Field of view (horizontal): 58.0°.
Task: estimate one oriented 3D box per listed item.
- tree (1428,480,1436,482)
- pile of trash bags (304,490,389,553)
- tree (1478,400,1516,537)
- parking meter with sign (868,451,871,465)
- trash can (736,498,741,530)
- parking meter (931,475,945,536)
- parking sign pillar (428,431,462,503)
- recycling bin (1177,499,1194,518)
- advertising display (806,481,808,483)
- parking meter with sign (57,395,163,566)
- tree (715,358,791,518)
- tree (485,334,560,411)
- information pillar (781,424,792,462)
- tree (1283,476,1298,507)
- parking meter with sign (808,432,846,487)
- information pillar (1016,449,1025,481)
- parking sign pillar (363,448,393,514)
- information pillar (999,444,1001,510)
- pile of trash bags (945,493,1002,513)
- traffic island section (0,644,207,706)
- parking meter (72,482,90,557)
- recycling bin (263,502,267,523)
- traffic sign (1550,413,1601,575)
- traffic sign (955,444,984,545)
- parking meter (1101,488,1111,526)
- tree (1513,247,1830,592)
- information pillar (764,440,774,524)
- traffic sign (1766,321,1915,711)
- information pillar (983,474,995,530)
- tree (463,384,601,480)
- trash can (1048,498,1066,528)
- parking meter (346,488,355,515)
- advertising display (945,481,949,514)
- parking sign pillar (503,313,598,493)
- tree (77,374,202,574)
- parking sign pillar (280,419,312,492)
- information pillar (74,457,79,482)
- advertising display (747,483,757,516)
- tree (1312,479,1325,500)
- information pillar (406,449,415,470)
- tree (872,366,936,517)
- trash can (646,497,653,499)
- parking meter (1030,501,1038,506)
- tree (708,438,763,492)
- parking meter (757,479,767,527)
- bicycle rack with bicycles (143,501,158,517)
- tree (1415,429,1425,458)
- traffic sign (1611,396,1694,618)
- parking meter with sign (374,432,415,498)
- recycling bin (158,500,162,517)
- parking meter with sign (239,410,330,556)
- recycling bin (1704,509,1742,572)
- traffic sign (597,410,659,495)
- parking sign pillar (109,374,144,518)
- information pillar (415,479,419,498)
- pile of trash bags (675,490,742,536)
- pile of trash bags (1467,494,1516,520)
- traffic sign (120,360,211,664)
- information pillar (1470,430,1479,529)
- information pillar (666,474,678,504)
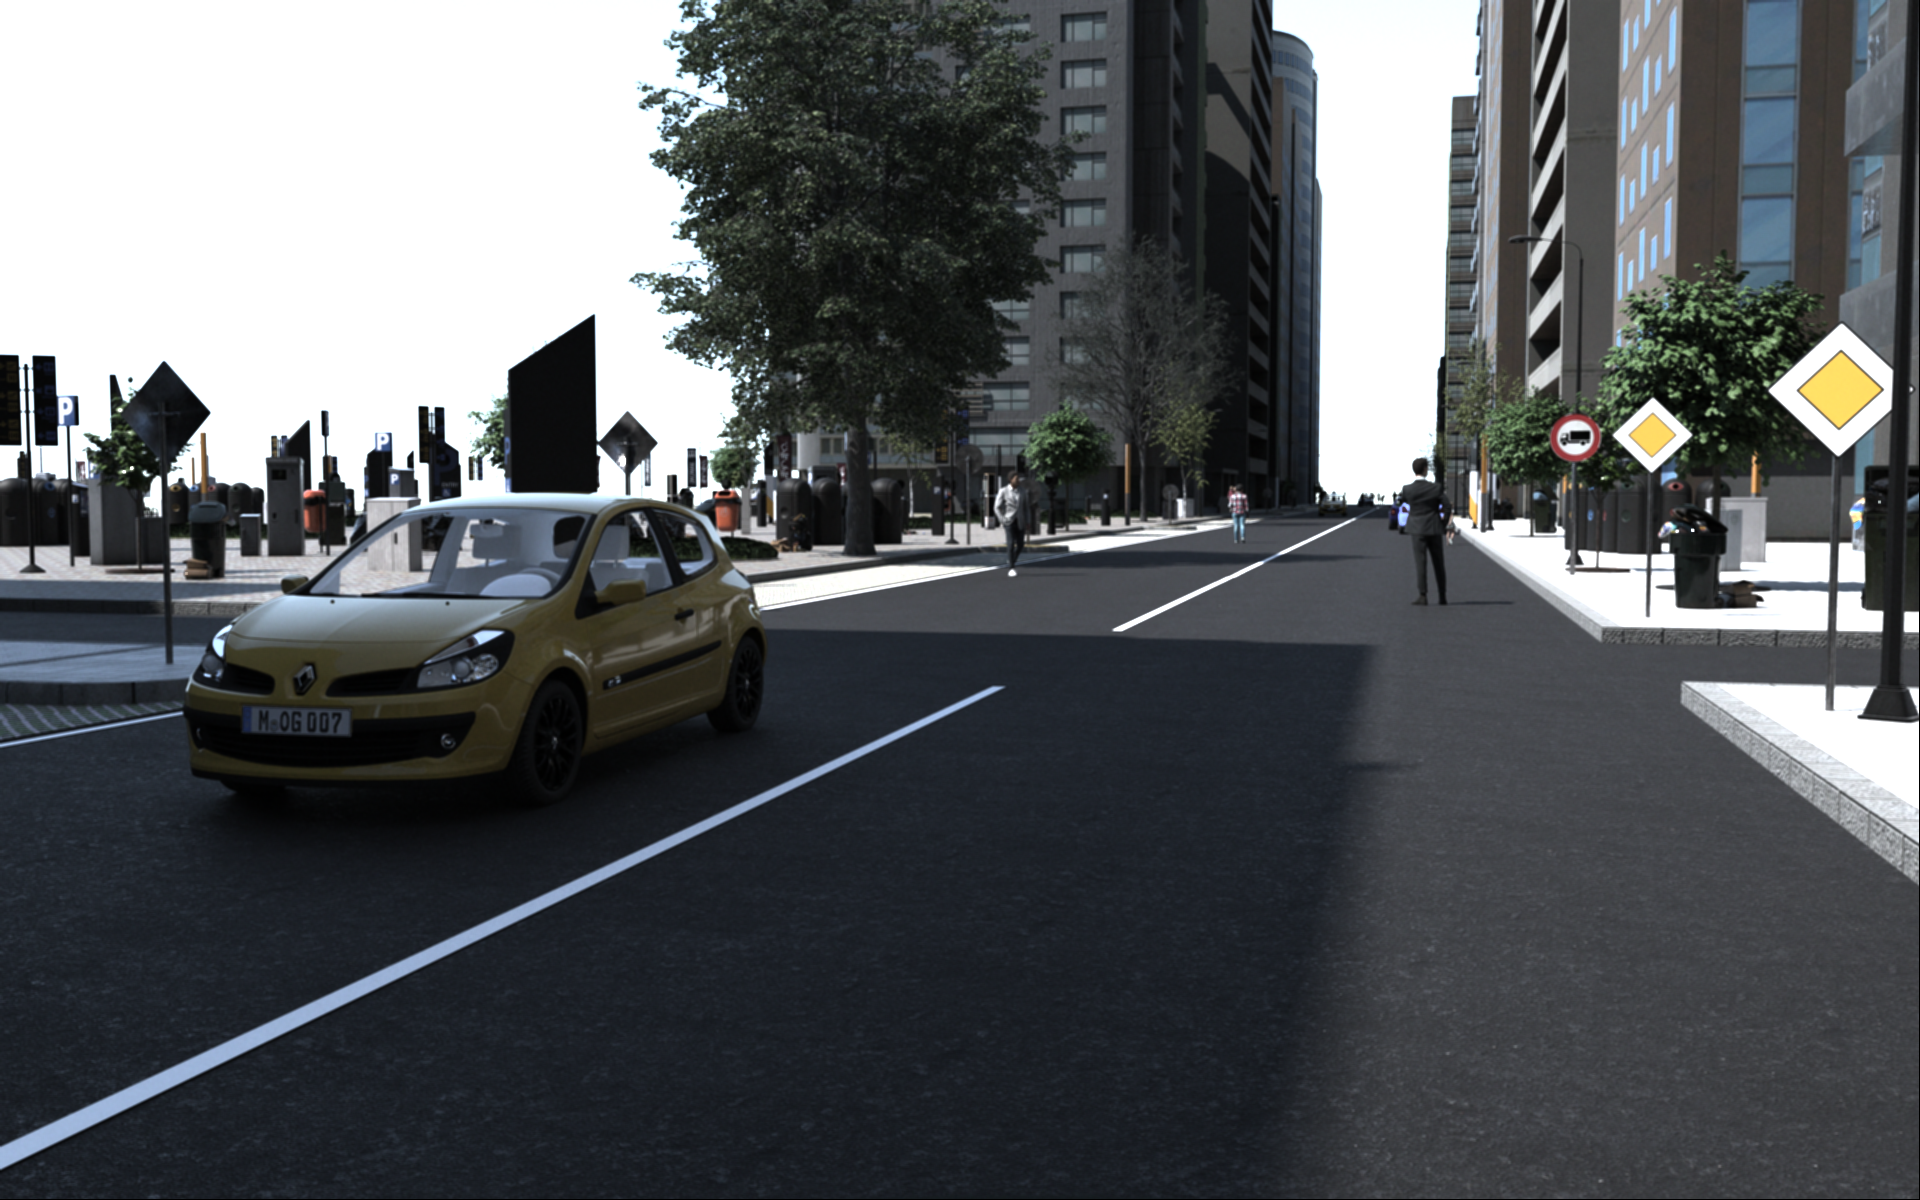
[{"bbox_3d":[57.940,-13.344,212.768,1.663,3.219,1.824,0,3,0],"label":"tree"},{"bbox_3d":[-13.042,-1.773,38.745,1.912,1.369,3.447,3,5,45],"label":"pile of trash bags"},{"bbox_3d":[17.174,-4.156,51.668,4.285,4.588,4.351,0,3,0],"label":"tree"},{"bbox_3d":[-4.243,-4.606,71.577,0.543,3.016,1.738,-1,4,-23],"label":"parking meter with sign"},{"bbox_3d":[-8.067,-3.129,62.817,0.748,1.137,0.748,0,3,0],"label":"trash can"},{"bbox_3d":[-0.691,-2.922,53.479,0.399,1.863,0.255,1,4,13],"label":"parking meter"},{"bbox_3d":[-21.683,-5.163,72.891,1.447,3.967,1.447,-2,4,-31],"label":"parking sign pillar"},{"bbox_3d":[12.159,-4.954,93.544,0.722,1.027,0.722,-1,4,-19],"label":"recycling bin"},{"bbox_3d":[-7.215,-4.948,86.117,0.974,1.923,0.123,0,4,2],"label":"advertising display"},{"bbox_3d":[-15.321,-2.144,31.323,0.543,3.016,1.738,2,4,30],"label":"parking meter with sign"},{"bbox_3d":[-11.152,-8.675,92.203,4.737,8.622,4.395,0,3,0],"label":"tree"},{"bbox_3d":[-19.108,-7.859,78.855,4.360,8.622,3.978,0,3,0],"label":"tree"},{"bbox_3d":[-5.720,-4.016,57.017,0.183,3.616,0.504,2,4,33],"label":"information pillar"},{"bbox_3d":[31.911,-10.658,168.867,1.663,3.219,1.824,0,3,0],"label":"tree"},{"bbox_3d":[-3.786,-3.118,47.247,1.738,3.016,0.543,-1,4,-22],"label":"parking meter with sign"},{"bbox_3d":[3.124,-5.962,88.834,0.504,3.616,0.183,-1,4,-13],"label":"information pillar"},{"bbox_3d":[-26.576,-5.547,79.160,1.447,3.967,1.447,3,4,37],"label":"parking sign pillar"},{"bbox_3d":[1.876,-5.514,81.513,0.183,3.616,0.504,0,4,5],"label":"information pillar"},{"bbox_3d":[0.513,-4.548,84.105,3.447,1.369,1.912,2,4,30],"label":"pile of trash bags"},{"bbox_3d":[-6.012,0.560,13.129,2.009,0.180,2.903,1,4,14],"label":"traffic island section"},{"bbox_3d":[-18.067,-1.662,35.580,0.372,1.533,0.369,0,3,0],"label":"parking meter"},{"bbox_3d":[-21.279,-2.548,54.218,0.722,1.027,0.722,2,4,30],"label":"recycling bin"},{"bbox_3d":[9.689,-1.665,27.330,0.768,2.556,0.104,1,4,16],"label":"traffic sign"},{"bbox_3d":[0.217,-2.675,43.850,0.768,2.556,0.104,1,4,17],"label":"traffic sign"},{"bbox_3d":[5.912,-3.779,70.198,0.372,1.533,0.369,0,3,0],"label":"parking meter"},{"bbox_3d":[10.110,-2.411,23.133,4.285,4.588,4.351,0,3,0],"label":"tree"},{"bbox_3d":[-8.254,-5.106,74.839,0.504,3.616,0.183,-3,5,-43],"label":"information pillar"},{"bbox_3d":[5.138,-0.400,10.178,0.795,2.450,0.064,1,4,14],"label":"traffic sign"},{"bbox_3d":[1.084,-3.556,62.631,0.304,2.012,0.304,-1,4,-22],"label":"information pillar"},{"bbox_3d":[-10.549,-3.650,43.393,4.285,4.588,4.351,0,3,0],"label":"tree"},{"bbox_3d":[3.677,-3.276,65.215,0.748,1.137,0.748,0,3,0],"label":"trash can"},{"bbox_3d":[-26.011,-4.005,73.900,0.372,1.533,0.369,0,3,0],"label":"parking meter"},{"bbox_3d":[-0.912,-4.718,82.347,0.123,1.923,0.974,3,5,43],"label":"advertising display"},{"bbox_3d":[-6.083,-2.280,25.750,1.447,3.967,1.447,-2,4,-28],"label":"parking sign pillar"},{"bbox_3d":[-13.510,-2.053,28.167,1.663,3.219,1.824,0,3,0],"label":"tree"},{"bbox_3d":[-23.771,-4.493,61.940,1.447,3.967,1.447,1,4,16],"label":"parking sign pillar"},{"bbox_3d":[-55.869,-7.232,109.590,0.504,3.616,0.183,3,5,45],"label":"information pillar"},{"bbox_3d":[-12.016,-5.860,101.021,0.974,1.923,0.123,1,4,21],"label":"advertising display"},{"bbox_3d":[46.479,-14.071,224.665,1.663,3.219,1.824,0,3,0],"label":"tree"},{"bbox_3d":[-28.612,-6.051,90.284,0.183,3.616,0.504,2,4,29],"label":"information pillar"},{"bbox_3d":[-2.667,-8.784,93.976,4.737,8.622,4.395,0,3,0],"label":"tree"},{"bbox_3d":[-15.290,-4.440,84.242,0.748,1.137,0.748,0,3,0],"label":"trash can"},{"bbox_3d":[2.809,-3.568,66.747,0.372,1.533,0.369,0,3,0],"label":"parking meter"},{"bbox_3d":[-12.754,-6.989,97.988,4.285,4.588,4.351,0,3,0],"label":"tree"},{"bbox_3d":[-7.759,-3.797,67.785,0.255,1.863,0.399,-2,4,-33],"label":"parking meter"},{"bbox_3d":[-40.410,-4.365,84.754,2.852,0.926,2.925,1,4,18],"label":"bicycle rack with bicycles"},{"bbox_3d":[47.427,-13.573,172.287,4.737,8.622,4.395,0,3,0],"label":"tree"},{"bbox_3d":[7.135,-0.873,17.910,0.795,2.450,0.064,1,4,14],"label":"traffic sign"},{"bbox_3d":[-15.872,-3.248,49.366,0.543,3.016,1.738,1,4,19],"label":"parking meter with sign"},{"bbox_3d":[-35.797,-4.029,78.420,0.722,1.027,0.722,-3,5,-43],"label":"recycling bin"},{"bbox_3d":[-13.968,-2.419,35.818,1.738,3.016,0.543,-1,4,-11],"label":"parking meter with sign"},{"bbox_3d":[12.466,-0.994,28.800,0.722,1.027,0.722,-1,4,-21],"label":"recycling bin"},{"bbox_3d":[-3.991,-1.049,20.793,0.795,2.450,0.064,1,4,14],"label":"traffic sign"},{"bbox_3d":[-19.058,-3.129,39.634,1.447,3.967,1.447,-1,4,-15],"label":"parking sign pillar"},{"bbox_3d":[-26.716,-4.925,85.022,0.304,2.012,0.304,-1,4,-17],"label":"information pillar"},{"bbox_3d":[-6.488,-1.774,38.765,3.447,1.369,1.912,1,4,16],"label":"pile of trash bags"},{"bbox_3d":[26.094,-4.657,85.899,1.912,1.369,3.447,-1,4,-9],"label":"pile of trash bags"},{"bbox_3d":[-5.987,-0.576,13.061,0.795,2.450,0.064,1,4,14],"label":"traffic sign"},{"bbox_3d":[18.854,-4.411,63.468,0.183,3.616,0.504,-1,4,-12],"label":"information pillar"},{"bbox_3d":[-10.525,-3.598,63.326,0.304,2.012,0.304,3,5,42],"label":"information pillar"}]
